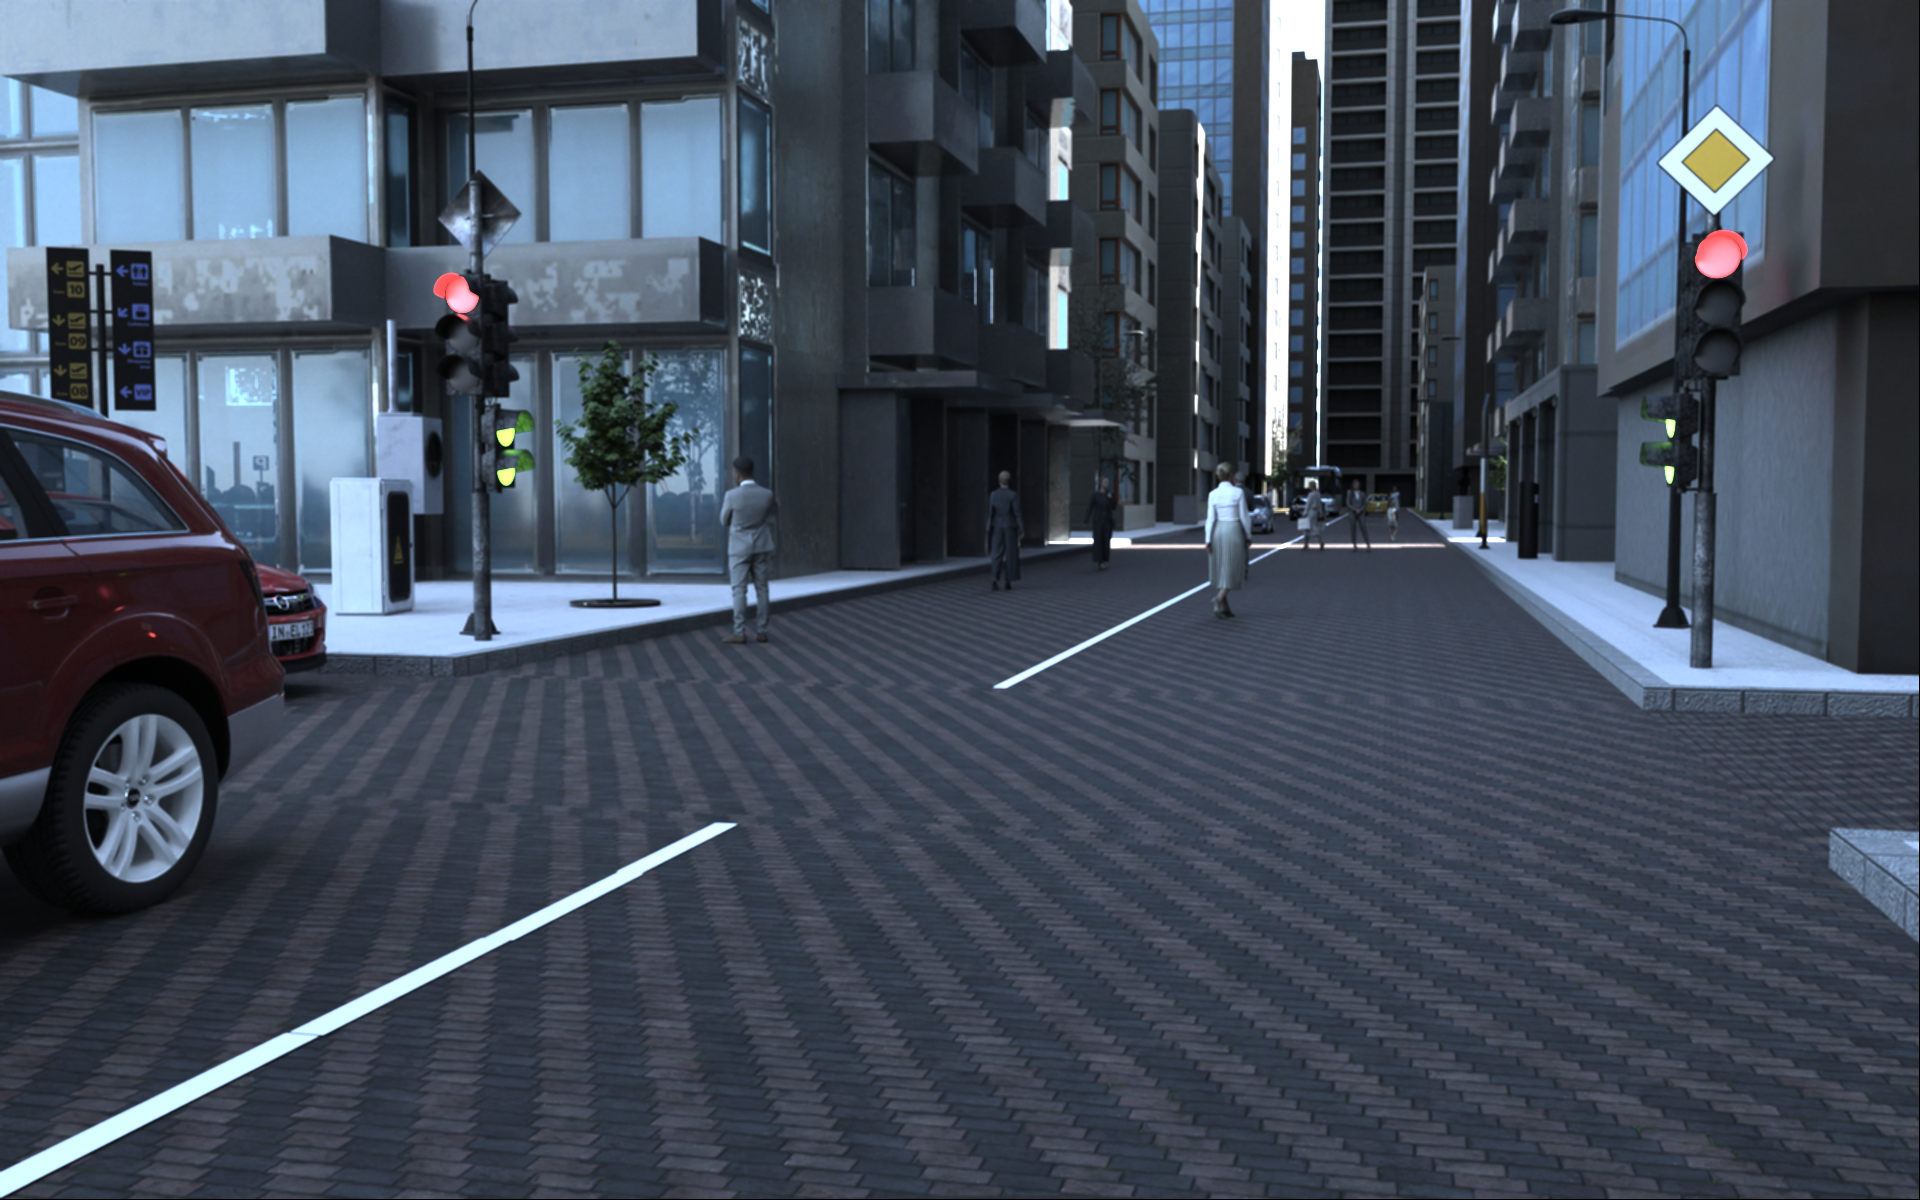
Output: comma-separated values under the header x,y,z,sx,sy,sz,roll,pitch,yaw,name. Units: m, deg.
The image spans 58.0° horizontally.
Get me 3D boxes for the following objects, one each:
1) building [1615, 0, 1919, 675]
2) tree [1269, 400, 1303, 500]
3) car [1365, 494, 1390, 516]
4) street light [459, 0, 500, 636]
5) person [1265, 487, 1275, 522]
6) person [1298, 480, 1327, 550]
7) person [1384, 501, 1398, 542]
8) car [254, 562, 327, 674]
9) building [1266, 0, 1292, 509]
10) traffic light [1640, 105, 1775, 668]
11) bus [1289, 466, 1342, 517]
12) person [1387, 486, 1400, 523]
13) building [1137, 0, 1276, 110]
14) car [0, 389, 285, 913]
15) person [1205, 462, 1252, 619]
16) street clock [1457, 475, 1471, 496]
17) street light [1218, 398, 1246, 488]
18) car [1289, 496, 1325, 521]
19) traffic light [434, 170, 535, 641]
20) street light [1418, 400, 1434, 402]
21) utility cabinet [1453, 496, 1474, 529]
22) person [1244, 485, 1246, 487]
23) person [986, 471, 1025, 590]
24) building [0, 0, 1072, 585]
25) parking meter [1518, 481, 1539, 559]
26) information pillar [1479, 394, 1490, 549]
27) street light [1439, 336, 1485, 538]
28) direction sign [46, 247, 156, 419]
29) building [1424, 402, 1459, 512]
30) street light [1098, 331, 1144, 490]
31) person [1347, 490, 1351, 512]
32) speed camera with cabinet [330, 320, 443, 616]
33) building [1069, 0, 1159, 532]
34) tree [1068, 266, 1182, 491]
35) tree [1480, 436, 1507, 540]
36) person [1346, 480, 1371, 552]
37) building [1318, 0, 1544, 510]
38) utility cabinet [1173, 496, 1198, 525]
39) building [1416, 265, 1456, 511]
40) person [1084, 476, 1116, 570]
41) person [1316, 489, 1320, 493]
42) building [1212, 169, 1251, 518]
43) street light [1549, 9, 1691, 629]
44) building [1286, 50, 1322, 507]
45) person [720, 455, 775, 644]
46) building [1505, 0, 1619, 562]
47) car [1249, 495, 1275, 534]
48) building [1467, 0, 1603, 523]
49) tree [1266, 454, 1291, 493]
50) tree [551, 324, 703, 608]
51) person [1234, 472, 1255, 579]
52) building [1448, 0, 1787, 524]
x,y,z,sx,sy,sz,roll,pitch,yaw,name
14.470,-22.361,15.710,14.200,45.320,14.600,1,4,14,building
24.365,-11.223,133.859,4.360,8.622,3.978,0,3,0,tree
27.289,-6.286,113.000,2.015,1.641,3.980,1,4,13,car
-3.873,-2.630,15.546,1.470,5.913,1.316,1,4,14,street light
15.433,-4.744,86.293,0.641,1.798,0.478,0,4,-1,person
9.031,-2.169,44.319,0.694,1.780,0.624,-2,4,-27,person
12.896,-2.351,51.956,0.382,1.210,0.505,-3,4,-36,person
-6.782,-0.218,12.604,4.494,1.783,2.155,1,4,15,car
18.437,-43.770,153.890,20.611,71.187,20.563,1,4,14,building
5.464,-1.454,12.700,0.839,4.253,0.868,1,4,14,traffic light
23.152,-7.160,111.921,2.948,3.499,13.247,1,4,14,bus
21.037,-4.613,84.010,0.616,1.811,0.778,2,4,25,person
15.064,-28.997,124.205,14.600,45.320,14.200,1,4,14,building
-4.148,0.240,4.753,2.281,1.827,5.304,1,4,15,car
3.059,-0.688,19.971,0.478,1.798,0.641,3,4,39,person
19.330,-3.785,66.456,0.471,2.002,0.358,-1,4,-18,street clock
13.121,-6.819,84.035,1.470,5.913,1.316,1,4,14,street light
18.978,-5.012,94.525,1.945,1.354,3.894,1,4,15,car
-4.163,-1.598,15.053,0.839,4.253,0.868,1,4,14,traffic light
23.164,-6.882,85.054,1.470,5.913,1.316,1,4,14,street light
18.434,-3.199,63.463,0.306,1.237,1.020,3,5,44,utility cabinet
13.107,-4.360,79.882,0.850,1.850,0.679,-3,5,-44,person
0.680,-1.033,25.813,0.576,1.772,0.534,0,4,3,person
-9.314,-25.563,37.570,23.786,49.044,30.456,1,4,14,building
11.291,-1.590,34.400,0.372,1.533,0.369,0,3,0,parking meter
12.241,-2.999,40.394,0.183,3.616,0.504,2,4,28,information pillar
14.832,-4.799,51.011,1.470,5.913,1.316,1,4,14,street light
-7.953,-1.475,16.112,0.876,3.537,0.379,-1,4,-19,direction sign
42.333,-48.833,111.091,22.319,86.520,31.000,1,4,14,building
4.551,-4.717,49.664,1.470,5.913,1.316,1,4,14,street light
30.765,-7.783,136.477,0.721,1.736,1.217,1,4,12,person
-6.285,-1.514,19.090,0.660,3.252,2.038,0,4,1,speed camera with cabinet
-4.365,-14.121,75.926,27.650,21.520,28.899,1,4,14,building
4.667,-6.453,55.877,4.360,8.622,3.978,0,3,0,tree
15.818,-3.328,49.012,1.663,3.219,1.824,0,3,0,tree
9.937,-2.103,43.153,0.520,1.790,0.573,-1,4,-13,person
47.512,-45.090,175.469,20.611,71.187,20.563,1,4,14,building
9.450,-3.751,72.486,1.020,1.237,0.306,2,4,34,utility cabinet
52.155,-18.181,142.296,27.650,21.520,28.899,1,4,14,building
2.677,-1.469,32.935,0.576,1.772,0.534,-2,4,-30,person
20.406,-5.588,99.728,0.599,1.838,0.709,-2,4,-35,person
2.640,-15.951,105.836,27.650,21.520,28.899,1,4,14,building
6.341,-2.697,16.644,1.470,5.913,1.316,1,4,14,street light
29.315,-32.213,176.786,14.200,45.320,14.600,1,4,14,building
-2.080,-0.494,16.764,0.511,1.800,0.466,-3,5,-45,person
22.323,-36.358,32.705,20.563,71.187,20.611,1,4,14,building
10.626,-3.171,63.842,2.014,1.417,4.499,1,4,13,car
32.254,-27.266,65.410,23.786,49.044,30.456,1,4,14,building
25.003,-9.491,138.884,4.285,4.588,4.351,0,3,0,tree
-4.031,-1.536,19.723,1.663,3.219,1.824,0,3,0,tree
4.663,-1.267,29.397,0.661,1.801,0.590,-2,4,-25,person
33.540,-26.938,90.551,14.600,45.320,14.200,1,4,14,building
